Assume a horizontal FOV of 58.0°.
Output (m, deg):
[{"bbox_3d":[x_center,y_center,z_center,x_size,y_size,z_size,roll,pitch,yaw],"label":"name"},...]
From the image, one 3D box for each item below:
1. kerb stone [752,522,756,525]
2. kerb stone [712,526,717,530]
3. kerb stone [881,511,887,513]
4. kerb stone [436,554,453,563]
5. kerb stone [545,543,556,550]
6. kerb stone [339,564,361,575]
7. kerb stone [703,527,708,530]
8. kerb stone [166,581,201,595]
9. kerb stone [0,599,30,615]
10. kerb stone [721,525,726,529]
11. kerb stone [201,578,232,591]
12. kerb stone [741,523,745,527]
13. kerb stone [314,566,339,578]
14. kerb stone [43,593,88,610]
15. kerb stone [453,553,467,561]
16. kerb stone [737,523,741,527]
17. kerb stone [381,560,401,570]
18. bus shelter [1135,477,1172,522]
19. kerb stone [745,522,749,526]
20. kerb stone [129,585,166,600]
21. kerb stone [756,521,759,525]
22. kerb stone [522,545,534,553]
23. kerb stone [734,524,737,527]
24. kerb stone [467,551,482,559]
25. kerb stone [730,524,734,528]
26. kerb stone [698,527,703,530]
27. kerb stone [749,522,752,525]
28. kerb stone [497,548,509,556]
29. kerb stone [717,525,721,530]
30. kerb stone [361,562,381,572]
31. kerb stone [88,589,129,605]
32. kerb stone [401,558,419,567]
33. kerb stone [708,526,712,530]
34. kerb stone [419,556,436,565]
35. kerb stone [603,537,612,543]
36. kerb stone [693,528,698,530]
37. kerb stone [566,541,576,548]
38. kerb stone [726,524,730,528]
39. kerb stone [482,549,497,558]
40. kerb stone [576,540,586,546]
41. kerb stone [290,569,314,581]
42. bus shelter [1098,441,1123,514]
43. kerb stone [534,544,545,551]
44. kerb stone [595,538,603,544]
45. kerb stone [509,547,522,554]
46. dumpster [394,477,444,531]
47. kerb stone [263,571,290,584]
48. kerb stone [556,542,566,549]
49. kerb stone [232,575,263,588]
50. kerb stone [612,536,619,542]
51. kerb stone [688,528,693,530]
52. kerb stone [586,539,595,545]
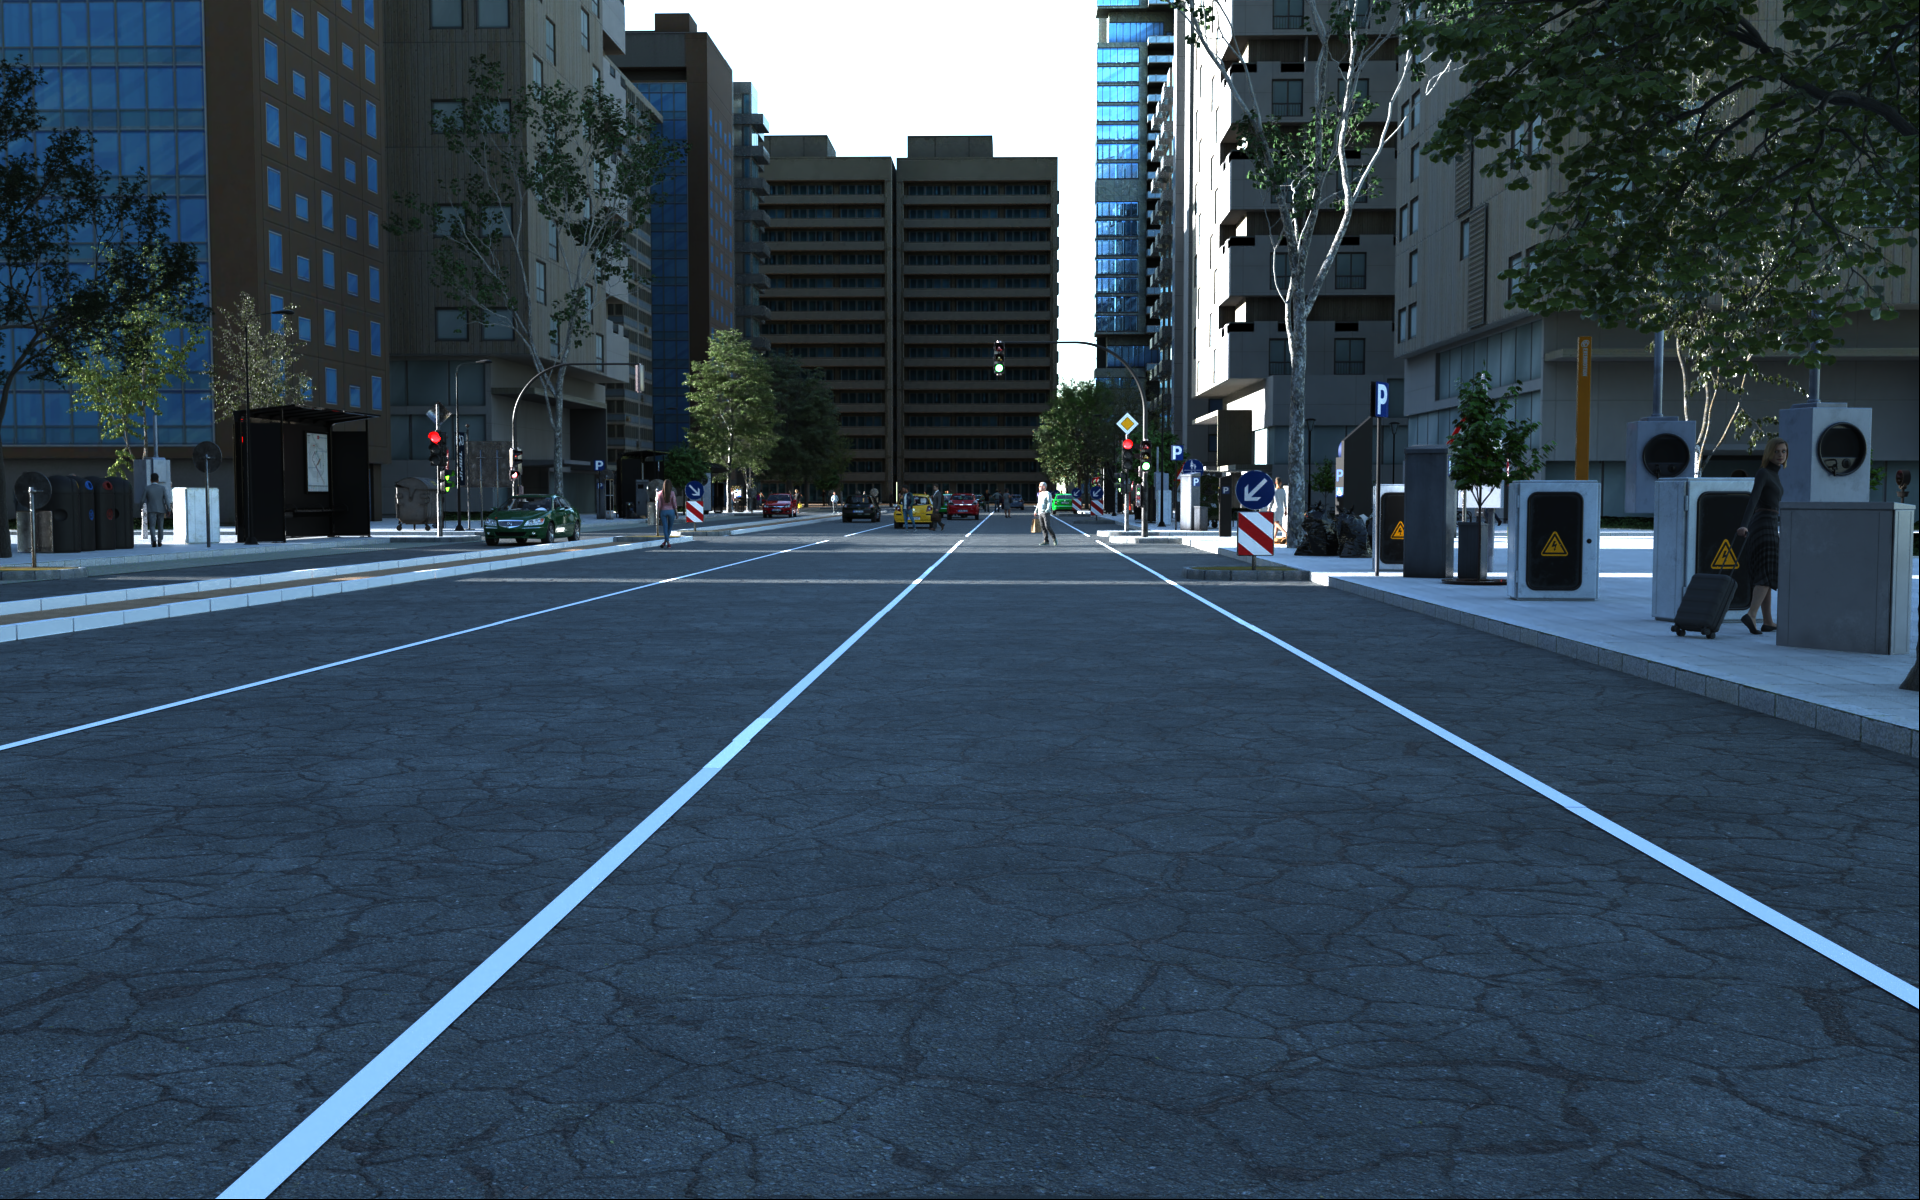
[{"bbox_3d":[-9.515,-3.449,78.590,0.120,0.150,1.000,0,4,2],"label":"kerb stone"},{"bbox_3d":[-9.826,-2.822,68.331,0.120,0.150,1.000,0,4,2],"label":"kerb stone"},{"bbox_3d":[-5.742,-6.766,132.818,0.120,0.150,1.000,0,4,2],"label":"kerb stone"},{"bbox_3d":[-10.826,-0.845,36.013,0.120,0.150,1.000,0,4,2],"label":"kerb stone"},{"bbox_3d":[-10.580,-1.348,44.228,0.120,0.150,1.000,0,4,2],"label":"kerb stone"},{"bbox_3d":[-10.988,-0.532,30.896,0.120,0.150,1.000,0,4,2],"label":"kerb stone"},{"bbox_3d":[-9.896,-2.696,66.287,0.120,0.150,1.000,0,4,2],"label":"kerb stone"},{"bbox_3d":[-11.181,-0.151,24.747,0.120,0.150,1.000,0,4,2],"label":"kerb stone"},{"bbox_3d":[-11.298,0.095,20.640,0.120,0.150,1.000,0,4,2],"label":"kerb stone"},{"bbox_3d":[-9.772,-2.947,70.374,0.120,0.150,1.000,0,4,2],"label":"kerb stone"},{"bbox_3d":[-11.149,-0.219,25.768,0.120,0.150,1.000,0,4,2],"label":"kerb stone"},{"bbox_3d":[-9.613,-3.260,75.506,0.120,0.150,1.000,0,4,2],"label":"kerb stone"},{"bbox_3d":[-11.018,-0.469,29.871,0.120,0.150,1.000,0,4,2],"label":"kerb stone"},{"bbox_3d":[-11.265,0.032,21.665,0.120,0.150,1.000,0,4,2],"label":"kerb stone"},{"bbox_3d":[-10.805,-0.905,37.035,0.120,0.150,1.000,0,4,2],"label":"kerb stone"},{"bbox_3d":[-9.656,-3.195,74.476,0.120,0.150,1.000,0,4,2],"label":"kerb stone"},{"bbox_3d":[-10.925,-0.657,32.939,0.120,0.150,1.000,0,4,2],"label":"kerb stone"},{"bbox_3d":[9.021,-5.561,82.206,1.731,3.624,6.357,0,4,2],"label":"bus shelter"},{"bbox_3d":[-9.577,-3.323,76.531,0.120,0.150,1.000,0,4,2],"label":"kerb stone"},{"bbox_3d":[-11.208,-0.093,23.714,0.120,0.150,1.000,0,4,2],"label":"kerb stone"},{"bbox_3d":[-9.489,-3.512,79.619,0.120,0.150,1.000,0,4,2],"label":"kerb stone"},{"bbox_3d":[-10.635,-1.222,42.178,0.120,0.150,1.000,0,4,2],"label":"kerb stone"},{"bbox_3d":[-9.684,-3.135,73.454,0.120,0.150,1.000,0,4,2],"label":"kerb stone"},{"bbox_3d":[-10.768,-0.970,38.061,0.120,0.150,1.000,0,4,2],"label":"kerb stone"},{"bbox_3d":[-9.701,-3.069,72.432,0.120,0.150,1.000,0,4,2],"label":"kerb stone"},{"bbox_3d":[-9.922,-2.632,65.265,0.120,0.150,1.000,0,4,2],"label":"kerb stone"},{"bbox_3d":[-9.551,-3.386,77.563,0.120,0.150,1.000,0,4,2],"label":"kerb stone"},{"bbox_3d":[-10.702,-1.096,40.122,0.120,0.150,1.000,0,4,2],"label":"kerb stone"},{"bbox_3d":[-9.800,-2.884,69.352,0.120,0.150,1.000,0,4,2],"label":"kerb stone"},{"bbox_3d":[-10.959,-0.592,31.918,0.120,0.150,1.000,0,4,2],"label":"kerb stone"},{"bbox_3d":[-11.234,-0.030,22.687,0.120,0.150,1.000,0,4,2],"label":"kerb stone"},{"bbox_3d":[-10.888,-0.714,33.965,0.120,0.150,1.000,0,4,2],"label":"kerb stone"},{"bbox_3d":[-9.865,-2.759,67.309,0.120,0.150,1.000,0,4,2],"label":"kerb stone"},{"bbox_3d":[-10.860,-0.783,34.991,0.120,0.150,1.000,0,4,2],"label":"kerb stone"},{"bbox_3d":[-10.385,-1.724,50.390,0.120,0.150,1.000,0,4,2],"label":"kerb stone"},{"bbox_3d":[-9.967,-2.571,64.237,0.120,0.150,1.000,0,4,2],"label":"kerb stone"},{"bbox_3d":[-10.512,-1.473,46.274,0.120,0.150,1.000,0,4,2],"label":"kerb stone"},{"bbox_3d":[-9.737,-3.009,71.397,0.120,0.150,1.000,0,4,2],"label":"kerb stone"},{"bbox_3d":[-10.726,-1.029,39.091,0.120,0.150,1.000,0,4,2],"label":"kerb stone"},{"bbox_3d":[-10.482,-1.536,47.305,0.120,0.150,1.000,0,4,2],"label":"kerb stone"},{"bbox_3d":[-11.060,-0.406,28.840,0.120,0.150,1.000,0,4,2],"label":"kerb stone"},{"bbox_3d":[10.290,-8.430,115.466,2.179,5.291,8.768,0,4,2],"label":"bus shelter"},{"bbox_3d":[-10.607,-1.284,43.206,0.120,0.150,1.000,0,4,2],"label":"kerb stone"},{"bbox_3d":[-10.419,-1.662,49.364,0.120,0.150,1.000,0,4,2],"label":"kerb stone"},{"bbox_3d":[-10.667,-1.151,41.149,0.120,0.150,1.000,0,4,2],"label":"kerb stone"},{"bbox_3d":[-19.016,-3.375,60.933,1.264,1.857,1.865,0,4,2],"label":"dumpster"},{"bbox_3d":[-11.074,-0.340,27.811,0.120,0.150,1.000,0,4,2],"label":"kerb stone"},{"bbox_3d":[-10.548,-1.410,45.249,0.120,0.150,1.000,0,4,2],"label":"kerb stone"},{"bbox_3d":[-11.105,-0.281,26.789,0.120,0.150,1.000,0,4,2],"label":"kerb stone"},{"bbox_3d":[-10.363,-1.780,51.415,0.120,0.150,1.000,0,4,2],"label":"kerb stone"},{"bbox_3d":[-9.989,-2.509,63.213,0.120,0.150,1.000,0,4,2],"label":"kerb stone"},{"bbox_3d":[-10.445,-1.599,48.332,0.120,0.150,1.000,0,4,2],"label":"kerb stone"}]
